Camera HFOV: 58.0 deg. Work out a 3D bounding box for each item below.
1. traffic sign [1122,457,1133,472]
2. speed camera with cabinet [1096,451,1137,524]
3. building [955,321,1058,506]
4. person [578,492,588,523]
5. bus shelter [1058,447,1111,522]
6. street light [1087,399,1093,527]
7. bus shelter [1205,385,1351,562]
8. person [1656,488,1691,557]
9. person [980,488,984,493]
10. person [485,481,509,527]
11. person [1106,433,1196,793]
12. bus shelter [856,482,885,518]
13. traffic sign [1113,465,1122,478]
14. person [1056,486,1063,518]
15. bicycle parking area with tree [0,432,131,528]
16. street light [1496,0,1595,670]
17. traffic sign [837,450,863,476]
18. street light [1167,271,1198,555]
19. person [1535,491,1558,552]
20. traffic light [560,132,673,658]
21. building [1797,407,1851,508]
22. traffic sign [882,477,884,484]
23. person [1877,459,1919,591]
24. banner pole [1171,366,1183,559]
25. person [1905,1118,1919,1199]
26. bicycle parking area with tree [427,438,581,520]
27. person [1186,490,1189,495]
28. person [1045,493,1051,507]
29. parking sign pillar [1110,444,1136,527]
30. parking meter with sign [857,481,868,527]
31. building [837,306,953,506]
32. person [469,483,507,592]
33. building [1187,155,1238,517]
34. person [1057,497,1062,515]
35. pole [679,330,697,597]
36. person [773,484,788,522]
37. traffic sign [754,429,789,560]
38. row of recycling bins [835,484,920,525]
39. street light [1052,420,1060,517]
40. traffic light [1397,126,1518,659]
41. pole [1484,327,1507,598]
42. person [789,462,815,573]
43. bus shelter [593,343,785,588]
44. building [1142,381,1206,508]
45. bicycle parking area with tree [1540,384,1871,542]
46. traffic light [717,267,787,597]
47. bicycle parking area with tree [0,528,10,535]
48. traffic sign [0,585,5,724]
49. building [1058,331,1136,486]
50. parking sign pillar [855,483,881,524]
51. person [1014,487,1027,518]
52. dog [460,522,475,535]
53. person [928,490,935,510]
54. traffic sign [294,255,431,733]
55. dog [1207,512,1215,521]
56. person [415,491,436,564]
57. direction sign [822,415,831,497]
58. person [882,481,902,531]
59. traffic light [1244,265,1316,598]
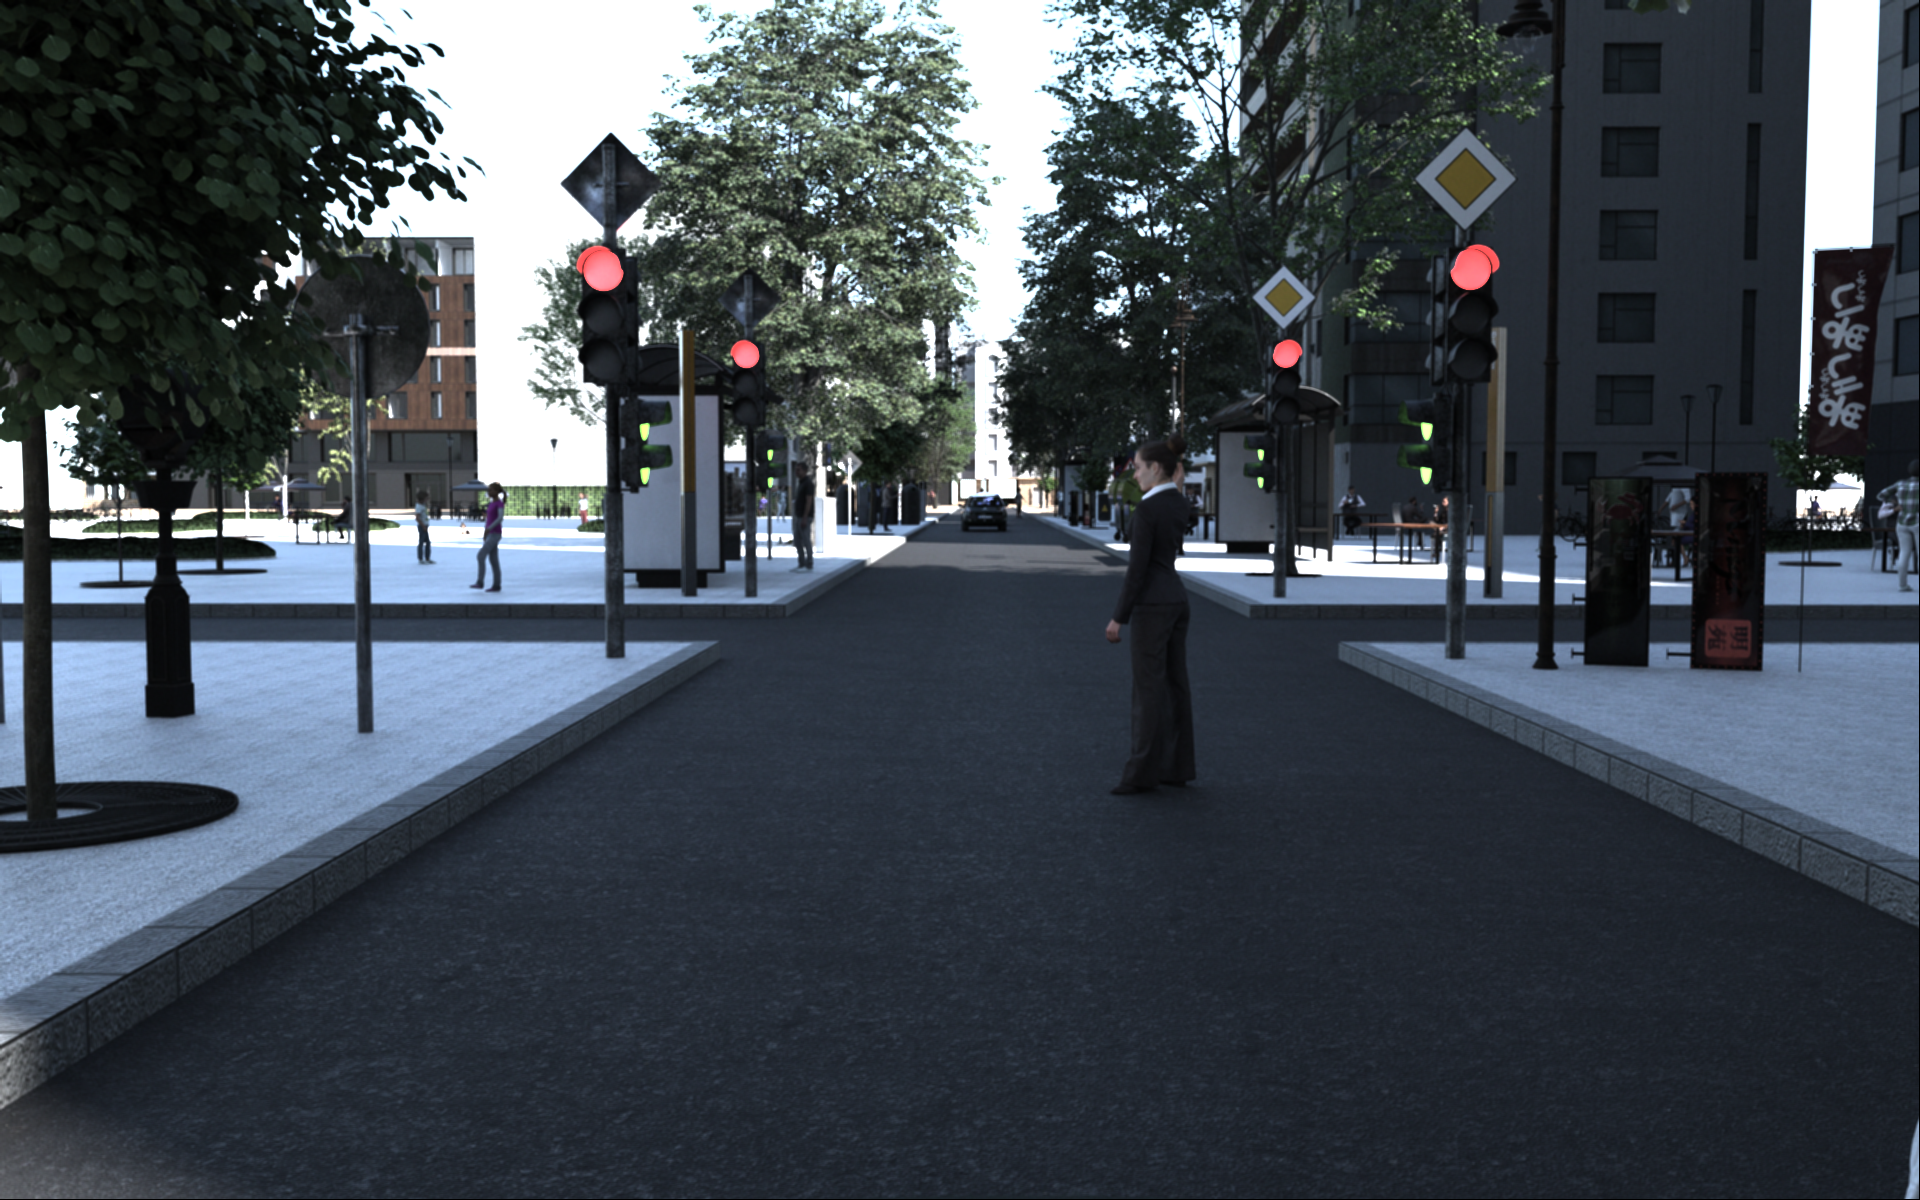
[{"bbox_3d":[5.976,-3.714,60.733,0.884,2.594,0.081,1,4,9],"label":"traffic sign"},{"bbox_3d":[6.764,-4.837,73.420,2.038,3.252,0.660,2,4,35],"label":"speed camera with cabinet"},{"bbox_3d":[5.131,-20.778,196.145,11.380,20.091,16.016,0,4,1],"label":"building"},{"bbox_3d":[-13.314,-3.143,61.343,0.435,1.345,0.340,0,4,5],"label":"person"},{"bbox_3d":[5.512,-5.105,77.393,2.014,3.302,5.546,0,4,1],"label":"bus shelter"},{"bbox_3d":[5.006,-5.699,65.966,0.468,5.910,1.993,0,4,1],"label":"street light"},{"bbox_3d":[6.291,-2.512,34.996,2.014,3.302,5.546,0,4,1],"label":"bus shelter"},{"bbox_3d":[14.394,-1.759,34.950,0.789,1.805,0.875,0,4,-3],"label":"person"},{"bbox_3d":[1.448,-6.619,116.717,0.705,1.824,1.348,-2,4,-34],"label":"person"},{"bbox_3d":[-16.179,-3.287,60.500,0.841,1.734,0.376,-1,4,-9],"label":"person"},{"bbox_3d":[0.945,0.045,8.562,0.445,1.727,0.742,0,4,5],"label":"person"},{"bbox_3d":[-3.796,-5.484,80.953,1.731,3.624,6.357,0,4,1],"label":"bus shelter"},{"bbox_3d":[7.003,-4.592,75.180,0.768,2.556,0.104,0,4,3],"label":"traffic sign"},{"bbox_3d":[5.521,-5.294,93.318,0.841,1.734,0.376,2,4,33],"label":"person"},{"bbox_3d":[-41.217,-5.459,76.250,9.016,4.147,8.231,0,4,6],"label":"bicycle parking area with tree"},{"bbox_3d":[4.307,-2.433,12.563,0.468,5.910,1.993,0,4,1],"label":"street light"},{"bbox_3d":[-3.290,-3.161,51.416,0.795,2.593,0.064,0,4,7],"label":"traffic sign"},{"bbox_3d":[4.619,-3.871,36.076,0.468,5.910,1.993,0,4,1],"label":"street light"},{"bbox_3d":[13.073,-1.751,38.589,0.435,1.345,0.340,0,4,7],"label":"person"},{"bbox_3d":[-2.691,-1.503,13.488,0.839,4.253,0.868,0,4,1],"label":"traffic light"},{"bbox_3d":[67.850,-13.297,159.546,28.070,9.664,9.099,0,4,1],"label":"building"},{"bbox_3d":[-3.237,-4.467,73.144,0.768,2.556,0.104,0,4,1],"label":"traffic sign"},{"bbox_3d":[12.487,-0.973,22.672,0.376,1.734,0.841,-2,4,-28],"label":"person"},{"bbox_3d":[4.212,-2.709,34.309,0.401,3.779,0.863,0,4,4],"label":"banner pole"},{"bbox_3d":[1.989,0.960,3.275,0.381,0.543,0.357,-3,5,-43],"label":"person"},{"bbox_3d":[-23.517,-6.253,89.241,8.231,4.147,9.016,0,4,-7],"label":"bicycle parking area with tree"},{"bbox_3d":[11.726,-4.952,89.705,0.600,1.496,0.574,-1,4,-10],"label":"person"},{"bbox_3d":[8.946,-10.321,177.265,0.705,1.822,1.348,-1,4,-23],"label":"person"},{"bbox_3d":[6.669,-4.907,68.706,1.447,3.967,1.447,1,4,11],"label":"parking sign pillar"},{"bbox_3d":[-3.872,-4.427,68.639,0.543,3.016,1.738,0,4,-5],"label":"parking meter with sign"},{"bbox_3d":[-17.284,-21.932,202.558,32.646,21.610,27.936,0,4,1],"label":"building"},{"bbox_3d":[-6.191,-0.809,22.507,0.776,1.434,0.726,-3,5,-39],"label":"person"},{"bbox_3d":[21.715,-15.042,102.360,16.016,20.091,11.380,0,4,1],"label":"building"},{"bbox_3d":[6.299,-6.019,107.640,0.628,1.438,0.799,-1,4,-18],"label":"person"},{"bbox_3d":[-3.404,-1.702,21.668,0.158,3.312,0.155,0,3,0],"label":"pole"},{"bbox_3d":[-8.124,-4.414,78.935,0.841,1.734,0.376,-3,4,-36],"label":"person"},{"bbox_3d":[-3.712,-2.055,33.706,0.768,2.556,0.104,0,4,7],"label":"traffic sign"},{"bbox_3d":[-3.443,-3.988,72.314,3.534,1.692,1.069,0,4,-2],"label":"row of recycling bins"},{"bbox_3d":[5.311,-7.547,96.188,0.468,5.910,1.993,0,4,1],"label":"street light"},{"bbox_3d":[3.850,-1.498,13.420,0.839,4.253,0.868,0,4,1],"label":"traffic light"},{"bbox_3d":[6.585,-1.680,21.306,0.158,3.312,0.155,0,3,0],"label":"pole"},{"bbox_3d":[-2.597,-1.359,28.398,0.434,1.807,0.598,0,4,-6],"label":"person"},{"bbox_3d":[-3.957,-1.967,26.089,2.014,3.302,5.546,0,4,1],"label":"bus shelter"},{"bbox_3d":[18.929,-11.049,122.801,9.099,9.664,28.070,0,4,1],"label":"building"},{"bbox_3d":[20.335,-3.734,48.048,9.016,4.147,8.231,2,4,29],"label":"bicycle parking area with tree"},{"bbox_3d":[-2.588,-1.991,21.472,0.839,4.253,0.868,0,4,1],"label":"traffic light"},{"bbox_3d":[-27.171,-3.222,39.674,9.016,4.147,8.231,2,4,25],"label":"bicycle parking area with tree"},{"bbox_3d":[-5.396,-0.582,9.625,0.768,2.556,0.104,0,4,3],"label":"traffic sign"},{"bbox_3d":[26.567,-20.173,196.278,31.486,18.905,16.747,0,4,1],"label":"building"},{"bbox_3d":[-3.923,-5.313,75.332,1.447,3.967,1.447,-2,4,-33],"label":"parking sign pillar"},{"bbox_3d":[3.536,-5.780,103.006,0.705,1.824,1.348,2,4,33],"label":"person"},{"bbox_3d":[-15.365,-2.220,54.035,0.748,0.427,0.550,-3,5,-42],"label":"dog"},{"bbox_3d":[-2.311,-8.073,139.511,0.593,1.643,0.415,-3,4,-38],"label":"person"},{"bbox_3d":[-3.207,-0.560,9.266,0.768,2.556,0.104,0,4,5],"label":"traffic sign"},{"bbox_3d":[11.980,-3.965,82.565,0.748,0.427,0.550,-1,4,-9],"label":"dog"},{"bbox_3d":[-9.807,-1.335,31.784,0.340,1.345,0.435,-1,4,-13],"label":"person"},{"bbox_3d":[-3.787,-3.499,49.201,0.379,3.537,0.876,-1,4,-21],"label":"direction sign"},{"bbox_3d":[-2.346,-3.263,59.926,0.750,1.759,0.617,0,4,3],"label":"person"},{"bbox_3d":[3.953,-1.987,21.404,0.839,4.253,0.868,0,4,1],"label":"traffic light"}]
